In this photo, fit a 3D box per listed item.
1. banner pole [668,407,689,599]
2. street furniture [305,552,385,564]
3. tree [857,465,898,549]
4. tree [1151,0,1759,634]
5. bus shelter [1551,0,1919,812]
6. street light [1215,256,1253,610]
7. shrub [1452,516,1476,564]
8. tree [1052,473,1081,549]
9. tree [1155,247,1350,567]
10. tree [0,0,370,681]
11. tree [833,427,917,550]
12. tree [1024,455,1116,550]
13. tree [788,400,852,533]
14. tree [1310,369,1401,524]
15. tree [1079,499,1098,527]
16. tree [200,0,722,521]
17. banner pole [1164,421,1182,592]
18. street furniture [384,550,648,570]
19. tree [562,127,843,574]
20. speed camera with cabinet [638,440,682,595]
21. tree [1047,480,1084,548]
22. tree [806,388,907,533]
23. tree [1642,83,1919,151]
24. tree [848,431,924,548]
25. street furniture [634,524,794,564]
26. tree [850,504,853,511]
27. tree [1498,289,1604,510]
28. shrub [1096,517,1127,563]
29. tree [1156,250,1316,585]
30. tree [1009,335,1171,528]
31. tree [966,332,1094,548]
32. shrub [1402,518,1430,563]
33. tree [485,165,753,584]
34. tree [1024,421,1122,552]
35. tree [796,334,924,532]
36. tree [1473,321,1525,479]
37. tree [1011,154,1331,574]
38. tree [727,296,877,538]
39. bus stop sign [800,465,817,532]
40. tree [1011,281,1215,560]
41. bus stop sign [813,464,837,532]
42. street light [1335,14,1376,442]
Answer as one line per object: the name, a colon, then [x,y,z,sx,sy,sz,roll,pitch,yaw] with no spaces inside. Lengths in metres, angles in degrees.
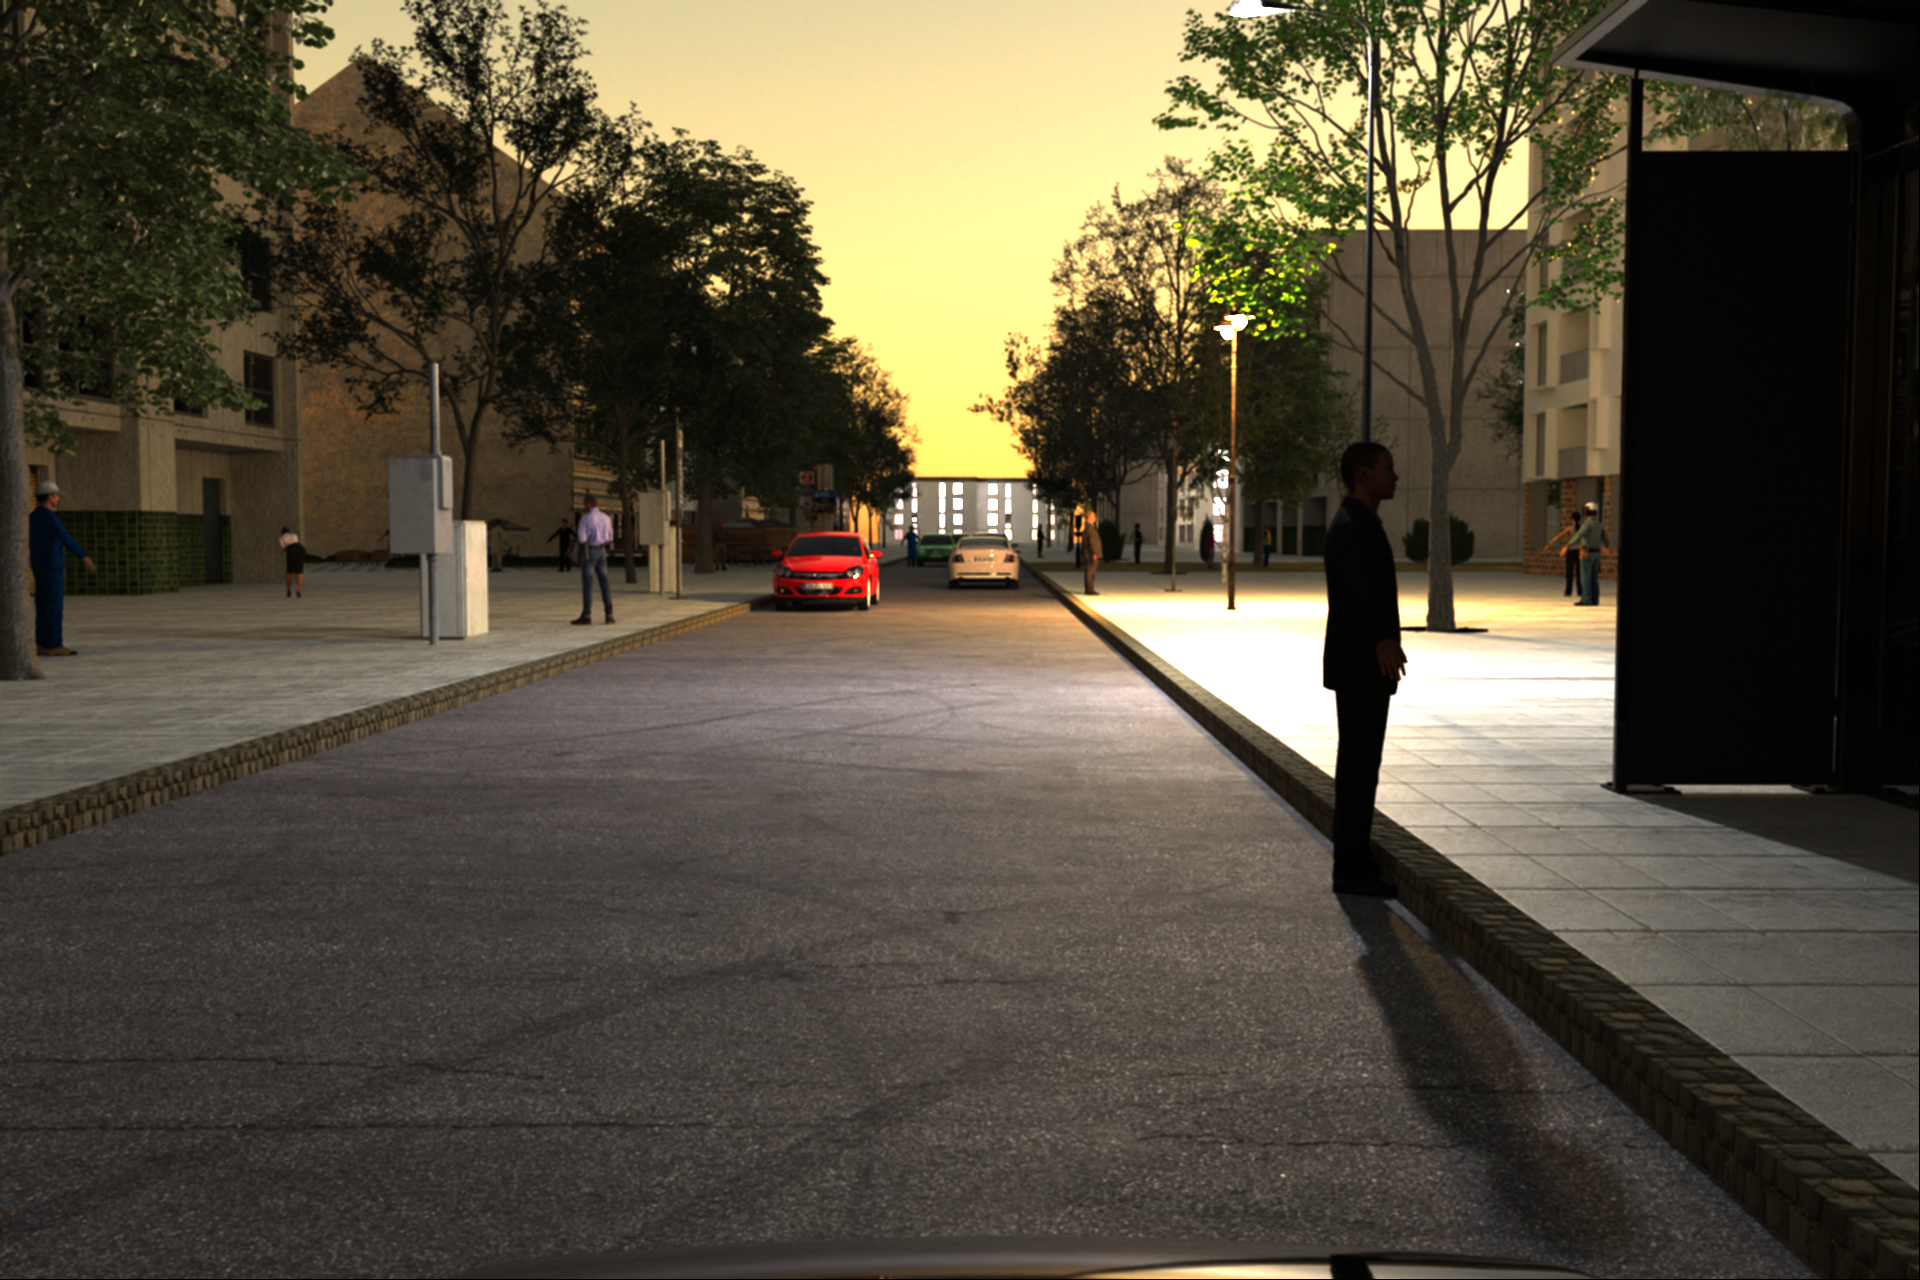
banner pole: [-5.560,-2.712,34.365,0.401,3.779,0.863,0,4,2]
street furniture: [-30.780,-3.694,76.022,10.072,0.657,5.734,0,4,0]
tree: [-6.985,-12.160,149.173,4.737,8.622,4.395,0,3,0]
tree: [6.366,-5.926,22.639,9.928,11.665,9.643,0,3,0]
bus shelter: [3.713,-0.870,5.508,1.731,3.624,6.357,0,4,1]
street light: [4.586,-3.443,29.088,0.468,5.910,1.993,0,4,1]
shrub: [21.133,-4.268,73.816,1.661,2.075,1.752,0,3,0]
tree: [8.992,-11.872,144.475,4.737,8.622,4.395,0,3,0]
tree: [11.541,-9.151,67.743,7.486,12.596,7.792,0,3,0]
tree: [-8.452,-5.897,14.547,7.486,12.596,7.792,0,3,0]
tree: [-7.034,-12.554,139.666,8.767,10.594,7.601,2,4,27]
tree: [8.710,-12.372,136.694,8.767,10.594,7.601,2,4,28]
tree: [-7.680,-8.523,89.706,4.737,8.622,4.395,0,3,0]
tree: [17.157,-7.759,77.221,4.360,8.622,3.978,0,3,0]
tree: [21.043,-20.334,250.581,7.486,12.596,7.792,0,3,0]
tree: [-8.369,-5.776,28.857,8.767,10.594,7.601,-1,4,-13]
banner pole: [4.761,-2.954,38.314,0.401,3.779,0.863,0,4,1]
street furniture: [-16.540,-3.083,66.041,10.072,0.657,5.734,-1,4,-11]
tree: [-8.286,-9.149,56.249,9.857,13.997,8.962,0,3,0]
speed camera with cabinet: [-6.445,-2.621,37.188,0.660,3.252,2.038,0,4,0]
tree: [8.809,-12.434,153.654,4.737,8.622,4.395,0,3,0]
tree: [-7.556,-12.117,123.864,9.928,11.665,9.643,0,3,0]
tree: [6.330,-3.752,11.705,4.360,8.622,3.978,0,3,0]
tree: [-7.124,-13.641,157.436,8.767,10.594,7.601,2,4,30]
street furniture: [-11.046,-4.488,80.233,11.010,1.723,9.812,2,4,31]
tree: [-16.741,-18.601,254.492,4.360,8.622,3.978,0,3,0]
tree: [25.561,-9.782,66.585,9.857,13.997,8.962,0,3,0]
shrub: [6.626,-4.490,77.834,1.690,2.028,1.600,0,3,0]
tree: [6.512,-5.668,43.039,4.360,8.622,3.978,0,3,0]
tree: [7.656,-11.528,98.858,12.009,13.543,11.850,0,3,0]
tree: [7.067,-18.827,163.707,12.611,20.169,13.585,0,3,0]
shrub: [20.610,-4.486,77.396,1.661,2.075,1.752,0,3,0]
tree: [-8.871,-6.740,44.619,7.601,10.594,8.767,0,4,-7]
tree: [8.122,-11.562,123.443,7.601,10.594,8.767,-1,4,-12]
tree: [-7.288,-11.990,106.414,12.009,13.543,11.850,0,3,0]
tree: [28.171,-10.224,77.538,12.009,13.543,11.850,0,3,0]
tree: [6.833,-8.867,55.349,12.009,13.543,11.850,0,3,0]
tree: [-7.813,-10.034,82.186,7.486,12.596,7.792,0,3,0]
bus stop sign: [-5.785,-4.800,67.181,0.855,3.939,0.416,0,4,1]
tree: [7.689,-10.701,85.337,12.009,13.543,11.850,0,3,0]
bus stop sign: [-5.121,-4.695,65.777,0.837,3.901,0.837,0,4,2]
street light: [4.120,-2.608,15.175,1.470,5.913,1.316,0,4,1]
